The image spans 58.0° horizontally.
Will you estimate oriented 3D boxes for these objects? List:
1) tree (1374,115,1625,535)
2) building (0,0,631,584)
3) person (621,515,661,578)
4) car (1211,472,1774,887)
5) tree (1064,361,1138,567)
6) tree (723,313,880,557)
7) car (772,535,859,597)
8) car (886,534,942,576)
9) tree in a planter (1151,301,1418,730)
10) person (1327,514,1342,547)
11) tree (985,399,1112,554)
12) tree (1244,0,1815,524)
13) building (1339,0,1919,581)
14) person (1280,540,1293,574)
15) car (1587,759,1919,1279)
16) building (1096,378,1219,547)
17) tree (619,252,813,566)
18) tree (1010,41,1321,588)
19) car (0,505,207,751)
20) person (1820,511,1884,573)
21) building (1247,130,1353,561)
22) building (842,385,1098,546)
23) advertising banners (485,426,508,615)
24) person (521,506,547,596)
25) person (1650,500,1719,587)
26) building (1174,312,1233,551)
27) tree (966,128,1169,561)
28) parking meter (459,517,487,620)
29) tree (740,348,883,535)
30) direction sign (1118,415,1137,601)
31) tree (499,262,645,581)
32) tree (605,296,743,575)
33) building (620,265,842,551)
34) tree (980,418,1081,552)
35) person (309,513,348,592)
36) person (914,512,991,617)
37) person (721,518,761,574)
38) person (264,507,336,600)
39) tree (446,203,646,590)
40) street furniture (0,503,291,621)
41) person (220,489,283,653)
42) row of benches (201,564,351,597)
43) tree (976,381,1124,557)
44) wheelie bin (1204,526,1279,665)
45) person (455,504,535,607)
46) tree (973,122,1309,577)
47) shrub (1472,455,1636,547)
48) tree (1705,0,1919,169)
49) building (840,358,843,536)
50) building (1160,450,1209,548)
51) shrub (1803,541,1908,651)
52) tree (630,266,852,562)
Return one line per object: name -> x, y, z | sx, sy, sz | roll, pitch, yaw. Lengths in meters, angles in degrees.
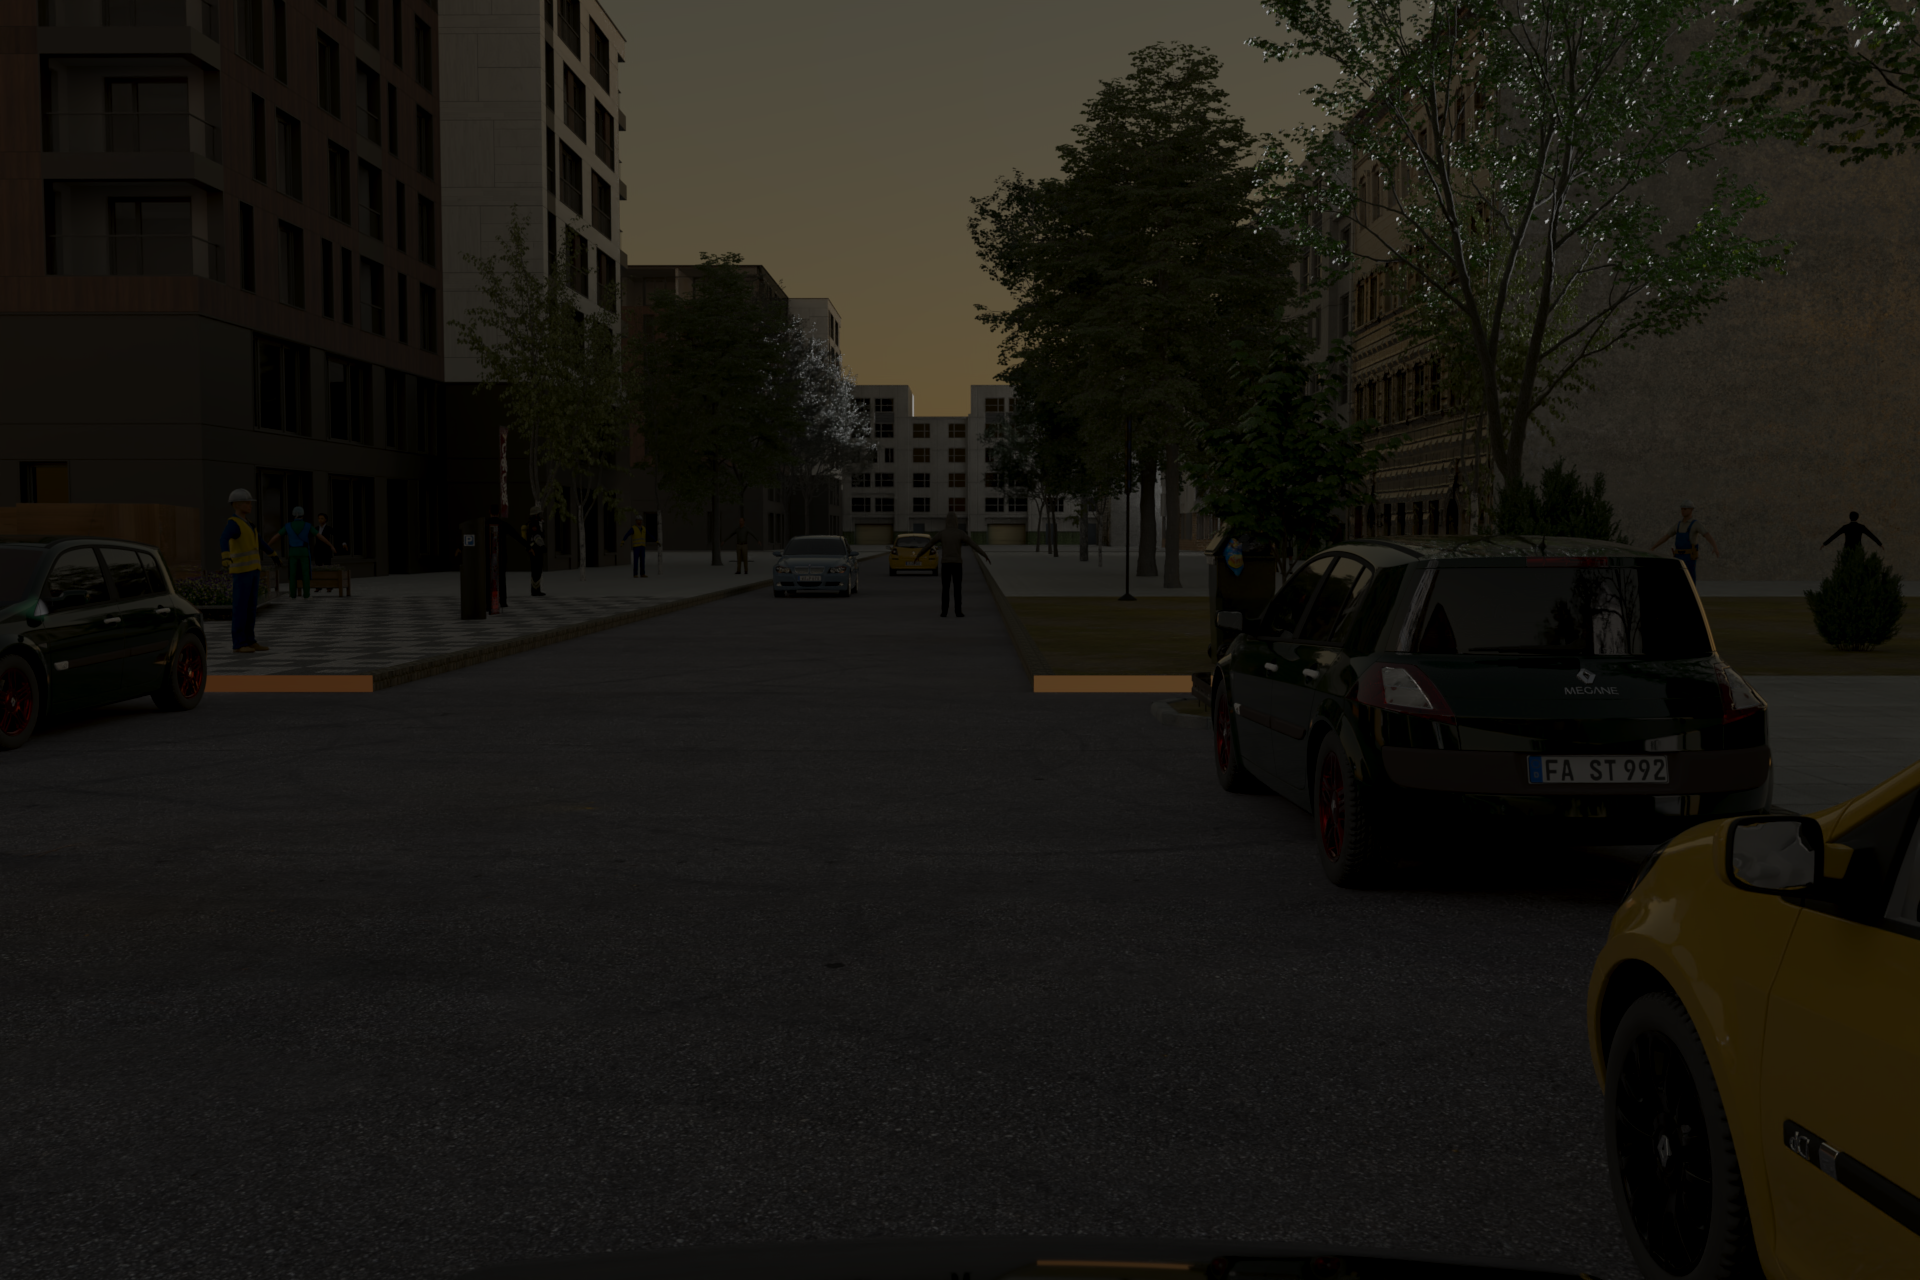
tree -> 9.594, -4.955, 31.375 | 4.737, 8.622, 4.395 | 0, 3, 0
building -> -27.914, -12.972, 56.067 | 27.936, 21.610, 32.646 | 0, 4, 1
person -> -9.426, -2.751, 50.950 | 1.349, 1.833, 0.705 | -3, 5, -41
car -> 2.326, 0.083, 8.434 | 2.009, 1.686, 4.222 | 0, 4, -1
tree -> 5.573, -7.191, 67.943 | 4.737, 8.622, 4.395 | 0, 3, 0
tree -> -9.759, -11.411, 96.936 | 12.009, 13.543, 11.850 | 0, 3, 0
car -> -3.342, -1.754, 40.680 | 2.014, 1.417, 4.499 | 0, 4, 0
car -> -1.599, -3.067, 60.363 | 2.015, 1.641, 3.980 | 0, 4, -1
tree in a planter -> 2.517, -0.988, 13.379 | 1.991, 3.239, 1.994 | 0, 4, 0
person -> 10.036, -2.468, 46.485 | 0.704, 1.812, 1.346 | 1, 4, 17
tree -> 5.806, -10.779, 110.649 | 8.767, 10.594, 7.601 | 0, 4, 2
tree -> 7.850, -6.051, 24.682 | 9.928, 11.665, 9.643 | 0, 3, 0
building -> 23.851, -13.761, 55.918 | 19.493, 23.208, 18.063 | 0, 4, 0
person -> 10.459, -3.008, 55.332 | 1.345, 1.843, 0.704 | 0, 4, 4
car -> 2.135, 0.502, 2.024 | 2.015, 1.641, 3.980 | 0, 4, 0
building -> 24.375, -21.504, 182.525 | 19.493, 23.208, 18.063 | 0, 4, 0
tree -> -9.797, -9.264, 69.596 | 7.486, 12.596, 7.792 | 0, 3, 0
tree -> 4.637, -7.513, 40.970 | 7.486, 12.596, 7.792 | 0, 3, 0
car -> -7.101, -0.177, 12.688 | 2.009, 1.686, 4.222 | 0, 4, 1
person -> 20.549, -2.061, 39.878 | 1.347, 1.806, 0.705 | 1, 4, 17
building -> 24.634, -13.342, 84.592 | 16.747, 18.905, 31.486 | 0, 4, 0
building -> 1.347, -20.976, 211.880 | 31.486, 18.905, 16.747 | 0, 4, 1
advertising banners -> -7.430, -1.914, 27.487 | 0.090, 3.025, 2.074 | 0, 4, 1
person -> -8.765, -1.845, 35.950 | 0.705, 1.856, 1.354 | -1, 4, -20
person -> 11.950, -1.388, 28.544 | 0.705, 1.847, 1.347 | -2, 4, -31
building -> 22.850, -17.573, 143.734 | 16.016, 20.090, 11.380 | 0, 4, 0
tree -> 7.035, -13.713, 80.098 | 12.611, 20.169, 13.585 | 0, 3, 0
parking meter -> -7.303, -1.074, 25.966 | 0.372, 1.533, 0.369 | 0, 3, 0
tree -> -10.033, -12.441, 113.785 | 12.009, 13.543, 11.850 | 0, 3, 0
direction sign -> 3.232, -2.528, 33.337 | 0.379, 3.537, 0.876 | 0, 4, -1
tree -> -10.286, -5.900, 46.834 | 4.737, 8.622, 4.395 | 0, 3, 0
tree -> -9.716, -6.377, 54.626 | 4.360, 8.622, 3.978 | 0, 3, 0
building -> -25.340, -18.598, 148.051 | 27.936, 21.610, 32.646 | 0, 4, 1
tree -> 5.542, -11.417, 121.076 | 8.767, 10.594, 7.601 | -1, 4, -19
person -> -14.005, -1.912, 37.988 | 1.216, 1.740, 0.721 | 0, 4, 5
person -> -0.140, -1.303, 29.887 | 1.348, 1.813, 0.705 | 0, 4, 5
person -> -6.969, -3.000, 55.319 | 1.348, 1.796, 0.705 | 1, 4, 11
person -> -12.927, -1.699, 33.898 | 1.347, 1.817, 0.704 | -1, 4, -13
tree -> -9.417, -5.456, 39.573 | 4.737, 8.622, 4.395 | 0, 3, 0
street furniture -> -13.729, -1.314, 28.344 | 9.812, 1.723, 11.010 | -1, 4, -17
person -> -7.704, -0.756, 18.829 | 0.721, 1.772, 1.216 | 0, 4, 5
row of benches -> -14.411, -1.210, 35.254 | 4.104, 0.672, 1.422 | 0, 4, -4
tree -> 5.295, -9.899, 96.261 | 8.767, 10.594, 7.601 | -1, 4, -10
wheelie bin -> 2.775, -0.557, 17.010 | 0.693, 1.594, 0.980 | 0, 3, 0
person -> -8.129, -1.472, 30.298 | 1.346, 1.802, 0.704 | -1, 4, -15
tree -> 5.585, -8.907, 52.284 | 9.857, 13.997, 8.962 | 0, 3, 0
shrub -> 5.937, -0.818, 17.410 | 1.661, 2.075, 1.752 | 0, 3, 0
tree -> 8.571, -5.234, 11.327 | 9.928, 11.665, 9.643 | 0, 3, 0
building -> -27.544, -20.918, 185.976 | 27.936, 21.610, 32.646 | 0, 4, 0
building -> 24.302, -18.817, 164.070 | 16.016, 20.090, 11.380 | 0, 4, 1
shrub -> 9.840, -0.484, 19.033 | 1.383, 1.207, 1.383 | 0, 3, 0
tree -> -10.058, -10.363, 79.800 | 12.009, 13.543, 11.850 | 0, 3, 0
